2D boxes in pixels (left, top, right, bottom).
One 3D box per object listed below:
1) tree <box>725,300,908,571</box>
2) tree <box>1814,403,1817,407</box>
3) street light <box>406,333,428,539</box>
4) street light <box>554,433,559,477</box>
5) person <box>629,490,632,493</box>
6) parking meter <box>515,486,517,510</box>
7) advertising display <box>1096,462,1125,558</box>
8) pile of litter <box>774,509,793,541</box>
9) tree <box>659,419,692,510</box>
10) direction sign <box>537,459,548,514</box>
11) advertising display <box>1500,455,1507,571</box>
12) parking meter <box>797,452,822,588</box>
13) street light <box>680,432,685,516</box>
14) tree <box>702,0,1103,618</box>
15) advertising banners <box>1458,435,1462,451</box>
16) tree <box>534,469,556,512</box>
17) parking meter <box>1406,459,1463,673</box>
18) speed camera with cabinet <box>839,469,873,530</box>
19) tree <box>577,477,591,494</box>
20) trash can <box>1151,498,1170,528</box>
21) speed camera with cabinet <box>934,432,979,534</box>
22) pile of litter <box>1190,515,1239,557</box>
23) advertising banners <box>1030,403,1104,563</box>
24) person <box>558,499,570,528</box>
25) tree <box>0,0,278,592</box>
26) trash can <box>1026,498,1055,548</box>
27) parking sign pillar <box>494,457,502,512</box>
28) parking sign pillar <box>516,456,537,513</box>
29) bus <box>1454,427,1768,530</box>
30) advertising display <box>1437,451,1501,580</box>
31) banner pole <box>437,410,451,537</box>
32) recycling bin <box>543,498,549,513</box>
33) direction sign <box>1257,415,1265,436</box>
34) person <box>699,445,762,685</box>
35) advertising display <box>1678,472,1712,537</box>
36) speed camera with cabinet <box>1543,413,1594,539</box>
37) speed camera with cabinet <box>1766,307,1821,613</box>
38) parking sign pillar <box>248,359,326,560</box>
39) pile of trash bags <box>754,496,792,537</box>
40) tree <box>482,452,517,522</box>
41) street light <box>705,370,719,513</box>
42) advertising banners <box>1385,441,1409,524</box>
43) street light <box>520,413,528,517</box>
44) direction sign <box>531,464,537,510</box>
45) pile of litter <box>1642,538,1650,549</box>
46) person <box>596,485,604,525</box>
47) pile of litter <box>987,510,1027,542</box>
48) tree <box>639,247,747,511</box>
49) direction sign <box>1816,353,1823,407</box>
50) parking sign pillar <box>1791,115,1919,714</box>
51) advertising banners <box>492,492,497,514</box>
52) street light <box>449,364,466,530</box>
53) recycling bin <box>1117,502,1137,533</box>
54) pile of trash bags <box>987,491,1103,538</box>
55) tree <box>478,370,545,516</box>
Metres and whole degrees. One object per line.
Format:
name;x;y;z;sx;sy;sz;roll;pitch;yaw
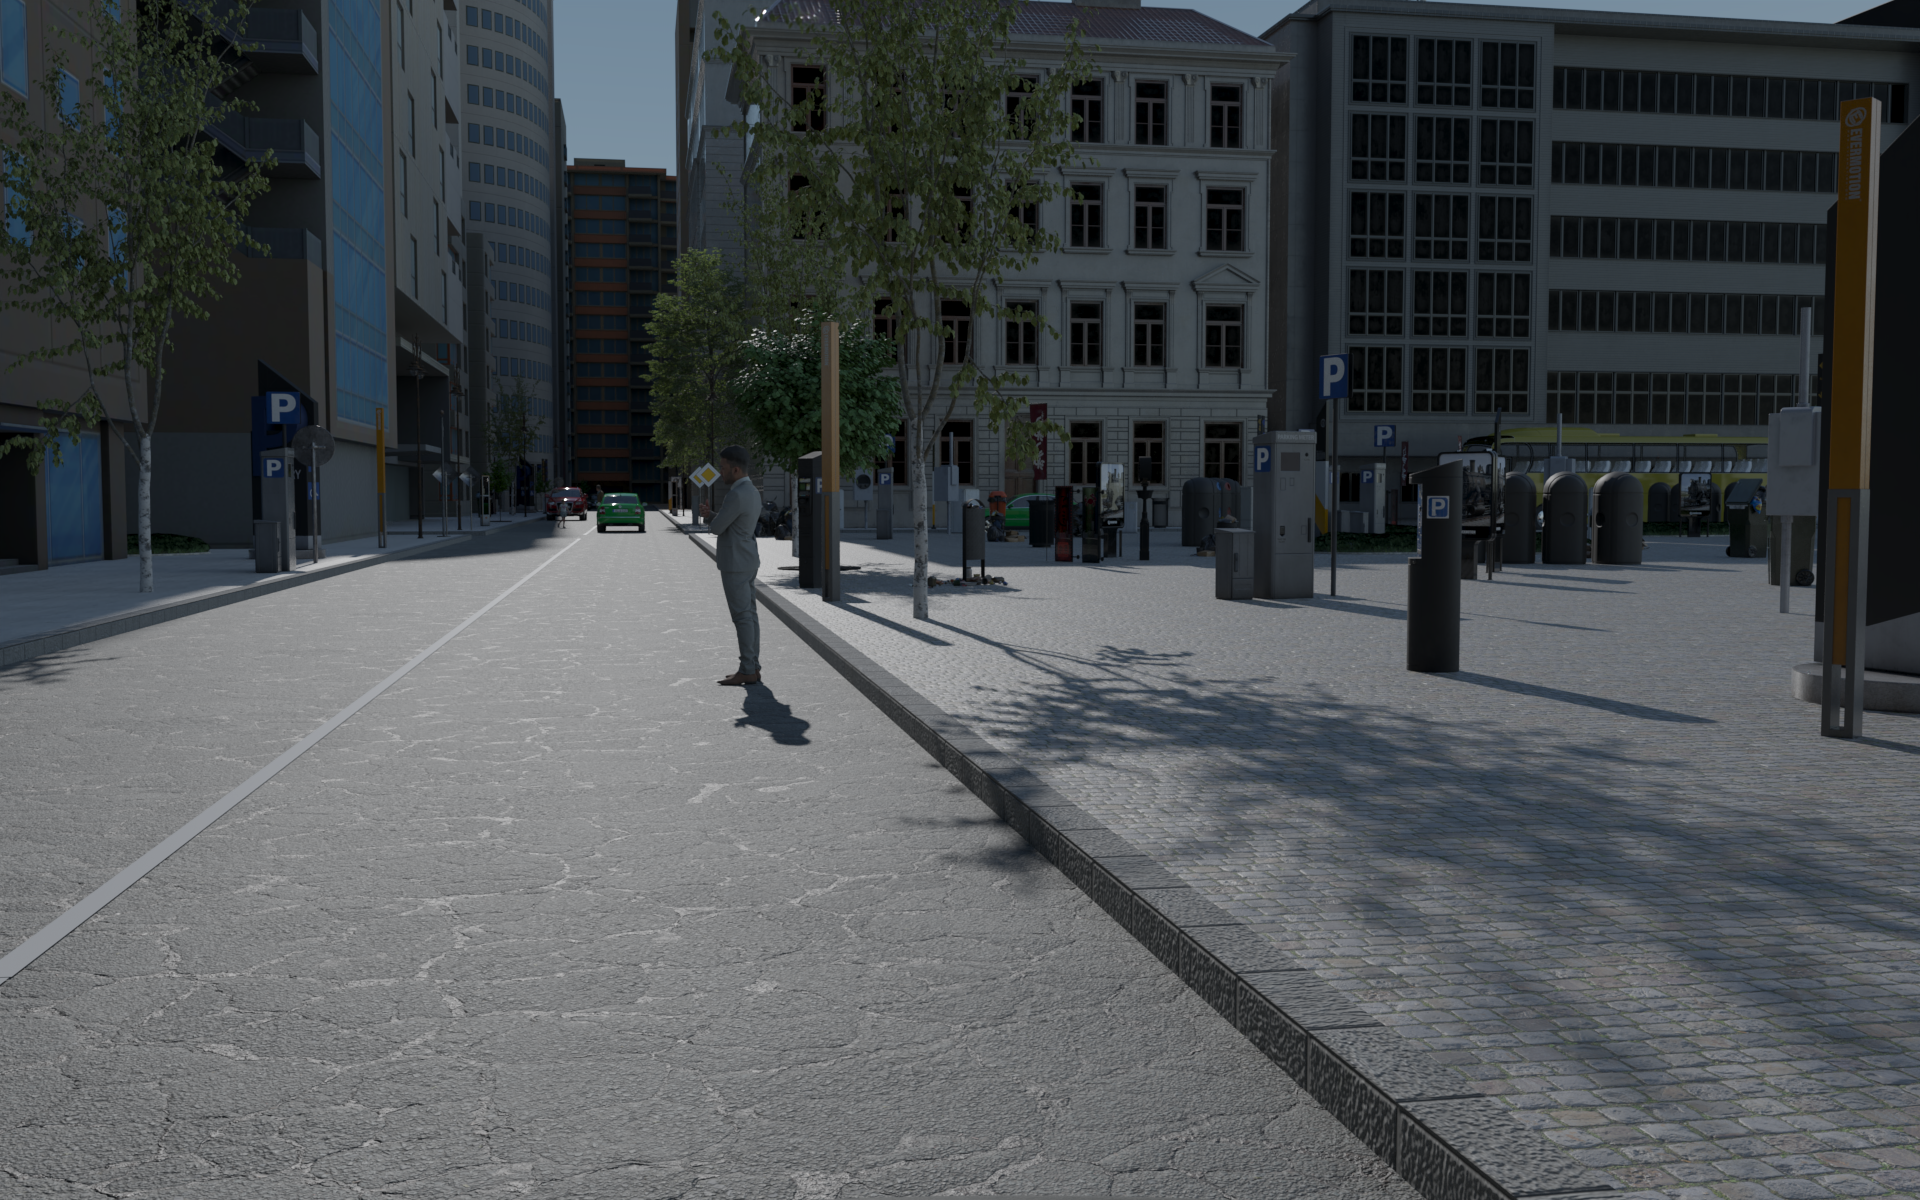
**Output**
tree;-2.373;-2.805;29.567;4.285;4.588;4.351;0;3;0
tree;24.647;-3.868;46.954;4.285;4.588;4.351;0;3;0
street light;-15.593;-4.715;49.879;0.468;5.910;1.993;-1;4;-10
street light;-30.722;-9.725;131.786;0.468;5.910;1.993;-1;4;-10
person;-29.305;-8.906;154.249;0.705;1.807;1.348;-1;4;-9
parking meter;-32.886;-7.460;127.677;0.255;1.863;0.399;0;4;6
advertising display;3.033;-1.820;34.971;0.123;1.923;0.974;2;4;35
pile of litter;-4.486;-2.112;48.497;1.719;0.858;1.176;-3;4;-37
tree;-22.579;-11.659;140.982;4.360;8.622;3.978;0;3;0
direction sign;-26.634;-7.288;111.157;0.379;3.537;0.876;1;4;9
advertising display;8.786;-1.421;28.442;0.123;1.923;0.974;2;4;30
parking meter;-2.010;-1.097;23.653;0.255;1.863;0.399;2;4;33
street light;-16.052;-7.805;100.404;0.468;5.910;1.993;-1;4;-10
tree;-0.434;-4.103;17.440;4.737;8.622;4.395;0;3;0
advertising banners;15.269;-3.440;52.435;0.090;3.025;2.074;2;4;28
tree;-30.035;-7.903;123.821;1.663;3.219;1.824;0;3;0
parking meter;3.443;-0.254;12.567;0.372;1.533;0.369;0;3;0
speed camera with cabinet;-4.212;-4.186;62.782;2.038;3.252;0.660;-1;4;-11
tree;-43.609;-12.629;201.091;1.663;3.219;1.824;0;3;0
trash can;7.549;-3.282;65.315;0.748;1.137;0.748;0;3;0
speed camera with cabinet;-0.102;-3.785;56.221;0.660;3.252;2.038;2;4;30
pile of litter;5.631;-1.339;35.854;1.719;0.858;1.176;0;4;8
advertising banners;1.989;-2.237;32.755;0.090;3.025;2.074;-3;4;-38
person;-16.848;-3.678;73.644;0.505;1.210;0.382;-3;4;-38
tree;-10.794;-4.416;22.567;4.737;8.622;4.395;0;3;0
trash can;1.963;-1.836;41.672;0.748;1.137;0.748;0;3;0
parking sign pillar;-34.070;-8.421;126.162;1.447;3.967;1.447;-3;5;-42
parking sign pillar;-29.440;-7.877;117.264;1.447;3.967;1.447;2;4;34
bus;24.416;-4.480;64.795;12.252;3.916;2.896;-1;4;-9
advertising display;7.623;-1.277;26.090;0.123;1.923;0.974;-3;5;-41
banner pole;-15.505;-3.789;51.972;0.401;3.779;0.863;-1;4;-12
recycling bin;-28.346;-6.544;119.545;0.722;1.027;0.722;0;4;6
direction sign;8.644;-3.536;49.809;0.379;3.537;0.876;1;4;22
person;-1.740;-0.274;13.157;0.466;1.800;0.511;0;4;-6
advertising display;21.826;-2.829;51.461;0.974;1.923;0.123;0;4;-5
speed camera with cabinet;15.409;-2.942;42.441;2.038;3.252;0.660;2;4;27
speed camera with cabinet;9.527;-1.449;18.020;0.660;3.252;2.038;-3;4;-36
parking sign pillar;-13.406;-2.810;34.413;1.447;3.967;1.447;1;4;16
pile of trash bags;-5.395;-2.658;53.211;3.447;1.369;1.912;-2;4;-31
tree;-21.311;-5.204;79.690;1.663;3.219;1.824;0;3;0
street light;-9.196;-5.602;64.385;0.468;5.910;1.993;-1;4;-10
advertising banners;14.558;-3.783;58.040;0.090;3.025;2.074;-1;4;-10
street light;-24.313;-7.581;96.742;0.468;5.910;1.993;-1;4;-10
direction sign;-31.818;-8.435;129.909;0.876;3.537;0.379;-1;4;-22
pile of litter;15.441;-1.604;40.190;1.719;0.858;1.176;-2;4;-29
person;-16.507;-4.350;79.528;0.656;1.842;0.836;2;4;29
pile of litter;1.273;-2.015;46.912;1.176;0.858;1.719;2;4;24
tree;-11.419;-9.913;80.210;7.486;12.596;7.792;0;3;0
direction sign;14.056;-2.180;27.642;0.379;3.537;0.876;-2;4;-30
parking sign pillar;5.946;-1.354;10.602;1.447;3.967;1.447;-1;4;-19
advertising banners;-29.477;-6.941;109.674;0.090;3.025;2.074;-2;4;-25
street light;-17.823;-5.427;61.515;0.468;5.910;1.993;-1;4;-10
recycling bin;5.453;-2.709;56.846;0.722;1.027;0.722;0;4;6
pile of trash bags;2.523;-2.552;51.476;3.447;1.369;1.912;0;3;0
tree;-26.783;-9.361;103.416;4.737;8.622;4.395;0;3;0
